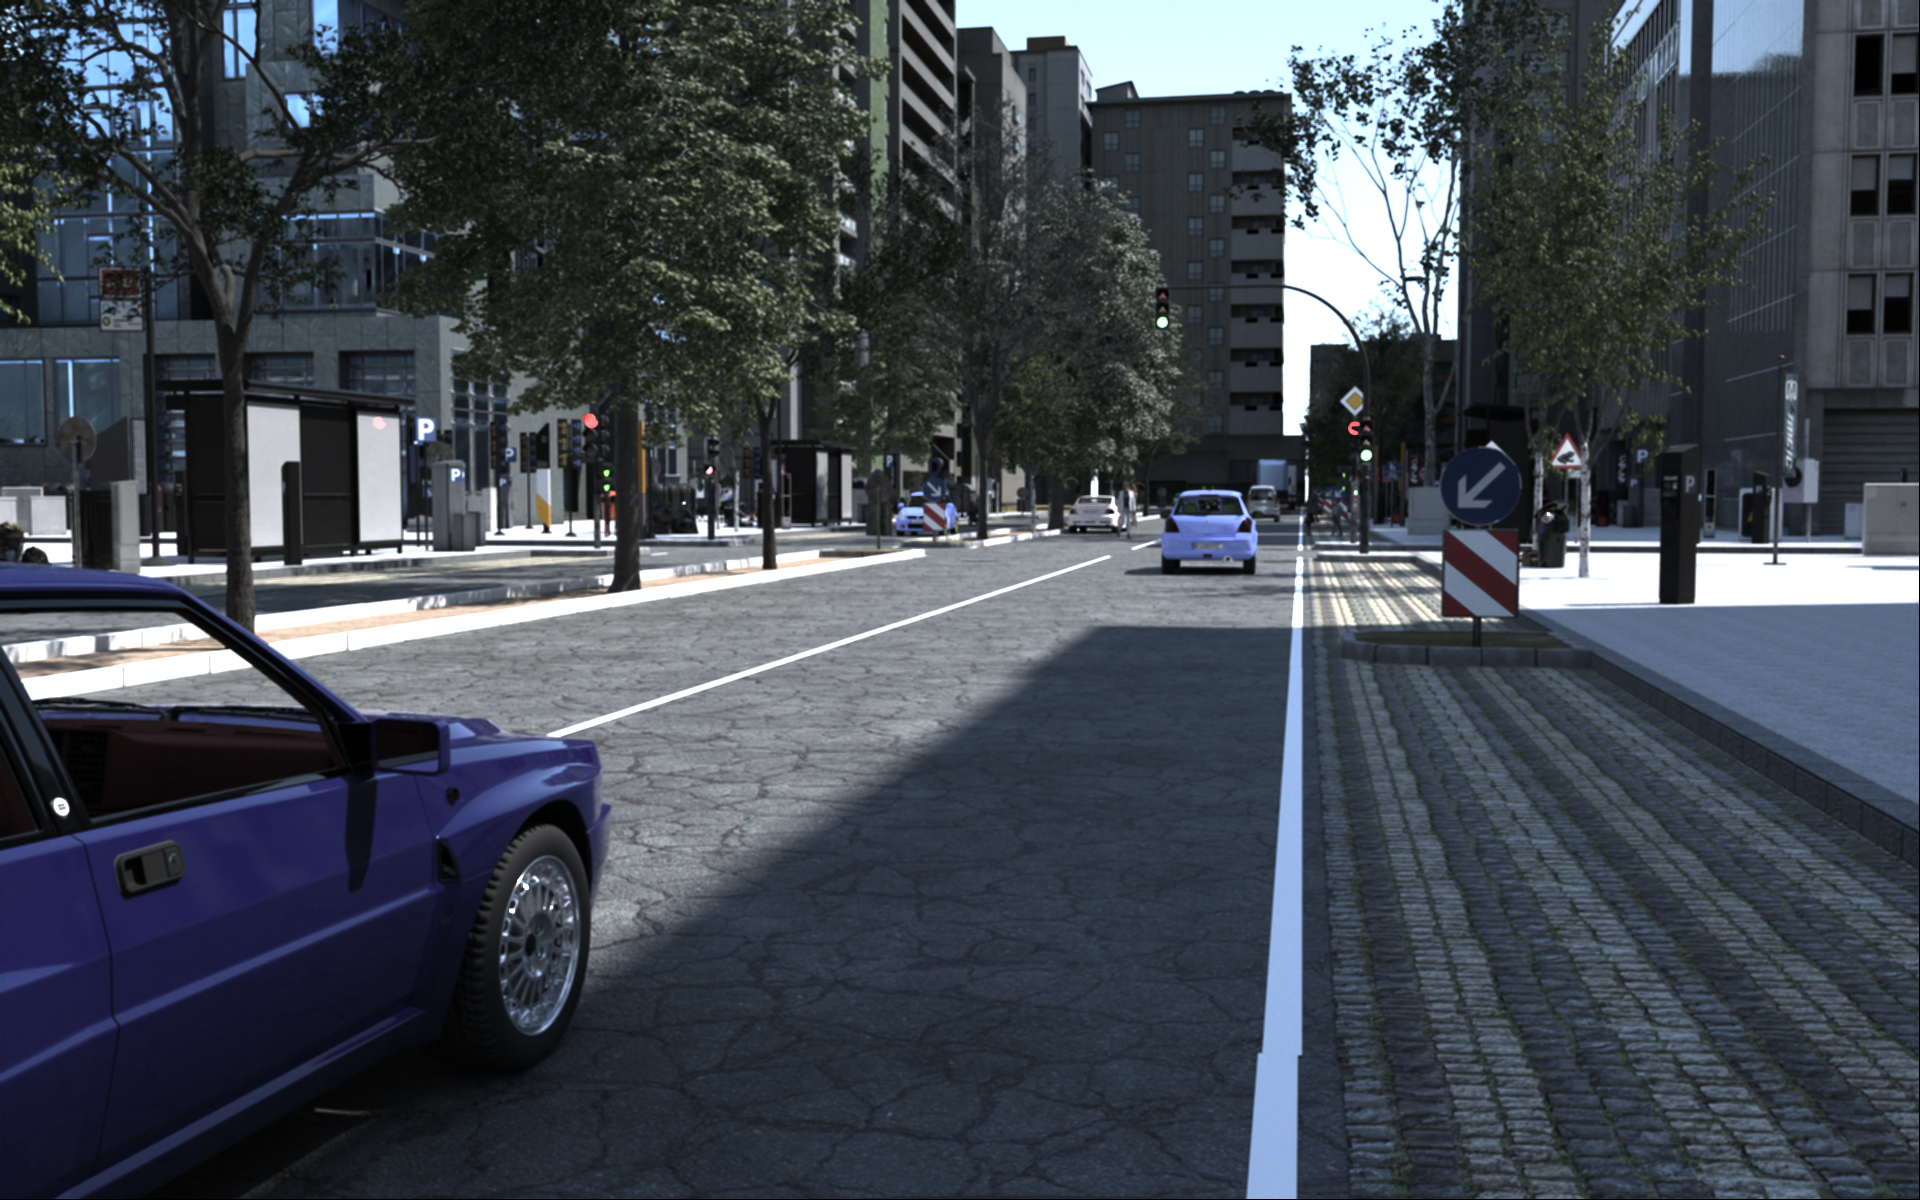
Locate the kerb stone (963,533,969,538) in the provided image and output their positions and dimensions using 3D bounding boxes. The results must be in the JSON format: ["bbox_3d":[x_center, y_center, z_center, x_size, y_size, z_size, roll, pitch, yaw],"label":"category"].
[{"bbox_3d":[0.047,-2.038,55.556,0.120,0.150,1.000,1,4,11],"label":"kerb stone"}]

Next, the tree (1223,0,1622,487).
[{"bbox_3d":[15.165,-12.336,57.587,12.611,20.169,13.585,0,3,0],"label":"tree"}]

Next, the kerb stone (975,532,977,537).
[{"bbox_3d":[0.439,-2.163,57.563,0.120,0.150,1.000,1,4,11],"label":"kerb stone"}]

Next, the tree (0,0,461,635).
[{"bbox_3d":[-6.506,-4.833,15.896,8.767,10.594,7.601,1,4,11],"label":"tree"}]

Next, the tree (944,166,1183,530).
[{"bbox_3d":[3.825,-9.743,68.411,9.857,13.997,8.962,0,3,0],"label":"tree"}]

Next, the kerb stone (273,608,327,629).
[{"bbox_3d":[-7.223,0.211,18.761,0.120,0.150,1.000,1,4,11],"label":"kerb stone"}]

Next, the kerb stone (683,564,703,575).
[{"bbox_3d":[-4.846,-0.527,30.823,0.120,0.150,1.000,1,4,11],"label":"kerb stone"}]

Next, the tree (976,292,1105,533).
[{"bbox_3d":[2.612,-6.634,61.287,4.737,8.622,4.395,0,3,0],"label":"tree"}]

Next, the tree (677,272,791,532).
[{"bbox_3d":[-7.542,-6.577,57.900,4.737,8.622,4.395,0,3,0],"label":"tree"}]

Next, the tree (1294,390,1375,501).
[{"bbox_3d":[42.386,-17.578,194.062,9.857,13.997,8.962,0,3,0],"label":"tree"}]

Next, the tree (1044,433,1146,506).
[{"bbox_3d":[9.485,-12.606,140.519,7.601,10.594,8.767,-1,4,-19],"label":"tree"}]

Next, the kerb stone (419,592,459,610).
[{"bbox_3d":[-6.633,0.025,21.793,0.120,0.150,1.000,1,4,11],"label":"kerb stone"}]

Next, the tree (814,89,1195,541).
[{"bbox_3d":[0.688,-8.554,52.690,12.009,13.543,11.850,0,3,0],"label":"tree"}]

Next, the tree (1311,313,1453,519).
[{"bbox_3d":[21.774,-9.459,89.064,7.601,10.594,8.767,0,4,-1],"label":"tree"}]

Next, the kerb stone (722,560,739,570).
[{"bbox_3d":[-4.448,-0.651,32.832,0.120,0.150,1.000,1,4,11],"label":"kerb stone"}]

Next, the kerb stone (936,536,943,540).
[{"bbox_3d":[-0.751,-1.794,51.524,0.120,0.150,1.000,1,4,11],"label":"kerb stone"}]

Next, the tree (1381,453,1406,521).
[{"bbox_3d":[20.370,-5.326,81.689,1.663,3.219,1.824,0,3,0],"label":"tree"}]

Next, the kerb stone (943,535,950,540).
[{"bbox_3d":[-0.553,-1.855,52.529,0.120,0.150,1.000,1,4,11],"label":"kerb stone"}]

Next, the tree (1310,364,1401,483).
[{"bbox_3d":[31.706,-13.482,138.562,7.486,12.596,7.792,0,3,0],"label":"tree"}]

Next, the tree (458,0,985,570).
[{"bbox_3d":[-3.505,-5.865,32.759,8.767,10.594,7.601,1,4,11],"label":"tree"}]

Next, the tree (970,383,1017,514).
[{"bbox_3d":[2.509,-9.749,109.759,4.360,8.622,3.978,0,3,0],"label":"tree"}]

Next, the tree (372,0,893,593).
[{"bbox_3d":[-4.860,-6.398,25.189,7.486,12.596,7.792,0,3,0],"label":"tree"}]

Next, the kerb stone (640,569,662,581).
[{"bbox_3d":[-5.240,-0.405,28.811,0.120,0.150,1.000,1,4,11],"label":"kerb stone"}]

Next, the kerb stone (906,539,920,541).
[{"bbox_3d":[-1.350,-1.606,48.501,0.120,0.150,1.000,1,4,11],"label":"kerb stone"}]

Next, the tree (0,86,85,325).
[{"bbox_3d":[-14.723,-4.558,24.880,4.737,8.622,4.395,0,3,0],"label":"tree"}]

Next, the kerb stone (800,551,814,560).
[{"bbox_3d":[-3.452,-0.957,37.854,0.120,0.150,1.000,1,4,11],"label":"kerb stone"}]

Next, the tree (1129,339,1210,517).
[{"bbox_3d":[11.697,-10.984,107.803,9.928,11.665,9.643,0,3,0],"label":"tree"}]

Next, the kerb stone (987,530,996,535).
[{"bbox_3d":[1.039,-2.347,60.574,0.120,0.150,1.000,1,4,11],"label":"kerb stone"}]

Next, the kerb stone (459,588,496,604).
[{"bbox_3d":[-6.429,-0.037,22.794,0.120,0.150,1.000,1,4,11],"label":"kerb stone"}]

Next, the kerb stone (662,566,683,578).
[{"bbox_3d":[-5.046,-0.462,29.818,0.120,0.150,1.000,1,4,11],"label":"kerb stone"}]

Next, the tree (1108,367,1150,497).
[{"bbox_3d":[7.629,-8.168,86.368,4.737,8.622,4.395,0,3,0],"label":"tree"}]

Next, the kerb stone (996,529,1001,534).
[{"bbox_3d":[1.237,-2.402,61.577,0.120,0.150,1.000,1,4,11],"label":"kerb stone"}]

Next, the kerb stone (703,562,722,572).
[{"bbox_3d":[-4.641,-0.587,31.828,0.120,0.150,1.000,1,4,11],"label":"kerb stone"}]

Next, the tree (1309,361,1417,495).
[{"bbox_3d":[29.146,-12.201,125.248,9.928,11.665,9.643,0,3,0],"label":"tree"}]

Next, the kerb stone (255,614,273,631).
[{"bbox_3d":[-7.422,0.271,17.758,0.120,0.150,1.000,1,4,11],"label":"kerb stone"}]

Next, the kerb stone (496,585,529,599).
[{"bbox_3d":[-6.233,-0.098,23.797,0.120,0.150,1.000,1,4,11],"label":"kerb stone"}]

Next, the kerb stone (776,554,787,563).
[{"bbox_3d":[-3.847,-0.829,35.844,0.120,0.150,1.000,1,4,11],"label":"kerb stone"}]

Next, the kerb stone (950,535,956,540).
[{"bbox_3d":[-0.347,-1.912,53.540,0.120,0.150,1.000,1,4,11],"label":"kerb stone"}]

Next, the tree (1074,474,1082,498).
[{"bbox_3d":[10.520,-9.718,153.483,1.663,3.219,1.824,0,3,0],"label":"tree"}]

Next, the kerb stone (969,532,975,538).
[{"bbox_3d":[0.247,-2.100,56.559,0.120,0.150,1.000,1,4,11],"label":"kerb stone"}]

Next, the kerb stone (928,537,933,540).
[{"bbox_3d":[-0.951,-1.727,50.520,0.120,0.150,1.000,1,4,11],"label":"kerb stone"}]

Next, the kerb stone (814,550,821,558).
[{"bbox_3d":[-3.252,-1.015,38.856,0.120,0.150,1.000,1,4,11],"label":"kerb stone"}]

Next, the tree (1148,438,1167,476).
[{"bbox_3d":[19.367,-15.995,195.933,8.767,10.594,7.601,-1,4,-17],"label":"tree"}]

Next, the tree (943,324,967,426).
[{"bbox_3d":[-3.098,-10.035,82.196,7.486,12.596,7.792,0,3,0],"label":"tree"}]

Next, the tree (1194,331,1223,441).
[{"bbox_3d":[9.439,-11.189,95.766,12.009,13.543,11.850,0,3,0],"label":"tree"}]

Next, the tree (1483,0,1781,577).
[{"bbox_3d":[9.691,-4.639,26.212,4.737,8.622,4.395,0,3,0],"label":"tree"}]

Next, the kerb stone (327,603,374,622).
[{"bbox_3d":[-7.033,0.148,19.772,0.120,0.150,1.000,1,4,11],"label":"kerb stone"}]

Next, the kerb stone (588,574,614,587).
[{"bbox_3d":[-5.638,-0.275,26.807,0.120,0.150,1.000,1,4,11],"label":"kerb stone"}]

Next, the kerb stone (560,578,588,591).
[{"bbox_3d":[-5.833,-0.221,25.802,0.120,0.150,1.000,1,4,11],"label":"kerb stone"}]

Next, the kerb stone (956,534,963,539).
[{"bbox_3d":[-0.146,-1.979,54.549,0.120,0.150,1.000,1,4,11],"label":"kerb stone"}]

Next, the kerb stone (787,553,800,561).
[{"bbox_3d":[-3.651,-0.896,36.847,0.120,0.150,1.000,1,4,11],"label":"kerb stone"}]

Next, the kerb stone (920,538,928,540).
[{"bbox_3d":[-1.150,-1.671,49.517,0.120,0.150,1.000,1,4,11],"label":"kerb stone"}]

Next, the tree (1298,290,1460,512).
[{"bbox_3d":[25.137,-11.888,104.737,12.009,13.543,11.850,0,3,0],"label":"tree"}]

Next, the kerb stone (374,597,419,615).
[{"bbox_3d":[-6.828,0.093,20.775,0.120,0.150,1.000,1,4,11],"label":"kerb stone"}]

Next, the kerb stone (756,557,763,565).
[{"bbox_3d":[-4.050,-0.767,34.840,0.120,0.150,1.000,1,4,11],"label":"kerb stone"}]

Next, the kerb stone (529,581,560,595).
[{"bbox_3d":[-6.032,-0.156,24.799,0.120,0.150,1.000,1,4,11],"label":"kerb stone"}]

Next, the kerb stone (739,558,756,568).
[{"bbox_3d":[-4.246,-0.706,33.834,0.120,0.150,1.000,1,4,11],"label":"kerb stone"}]

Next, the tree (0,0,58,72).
[{"bbox_3d":[-7.846,-3.499,10.033,4.360,8.622,3.978,0,3,0],"label":"tree"}]

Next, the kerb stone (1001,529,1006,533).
[{"bbox_3d":[1.431,-2.470,62.581,0.120,0.150,1.000,1,4,11],"label":"kerb stone"}]
